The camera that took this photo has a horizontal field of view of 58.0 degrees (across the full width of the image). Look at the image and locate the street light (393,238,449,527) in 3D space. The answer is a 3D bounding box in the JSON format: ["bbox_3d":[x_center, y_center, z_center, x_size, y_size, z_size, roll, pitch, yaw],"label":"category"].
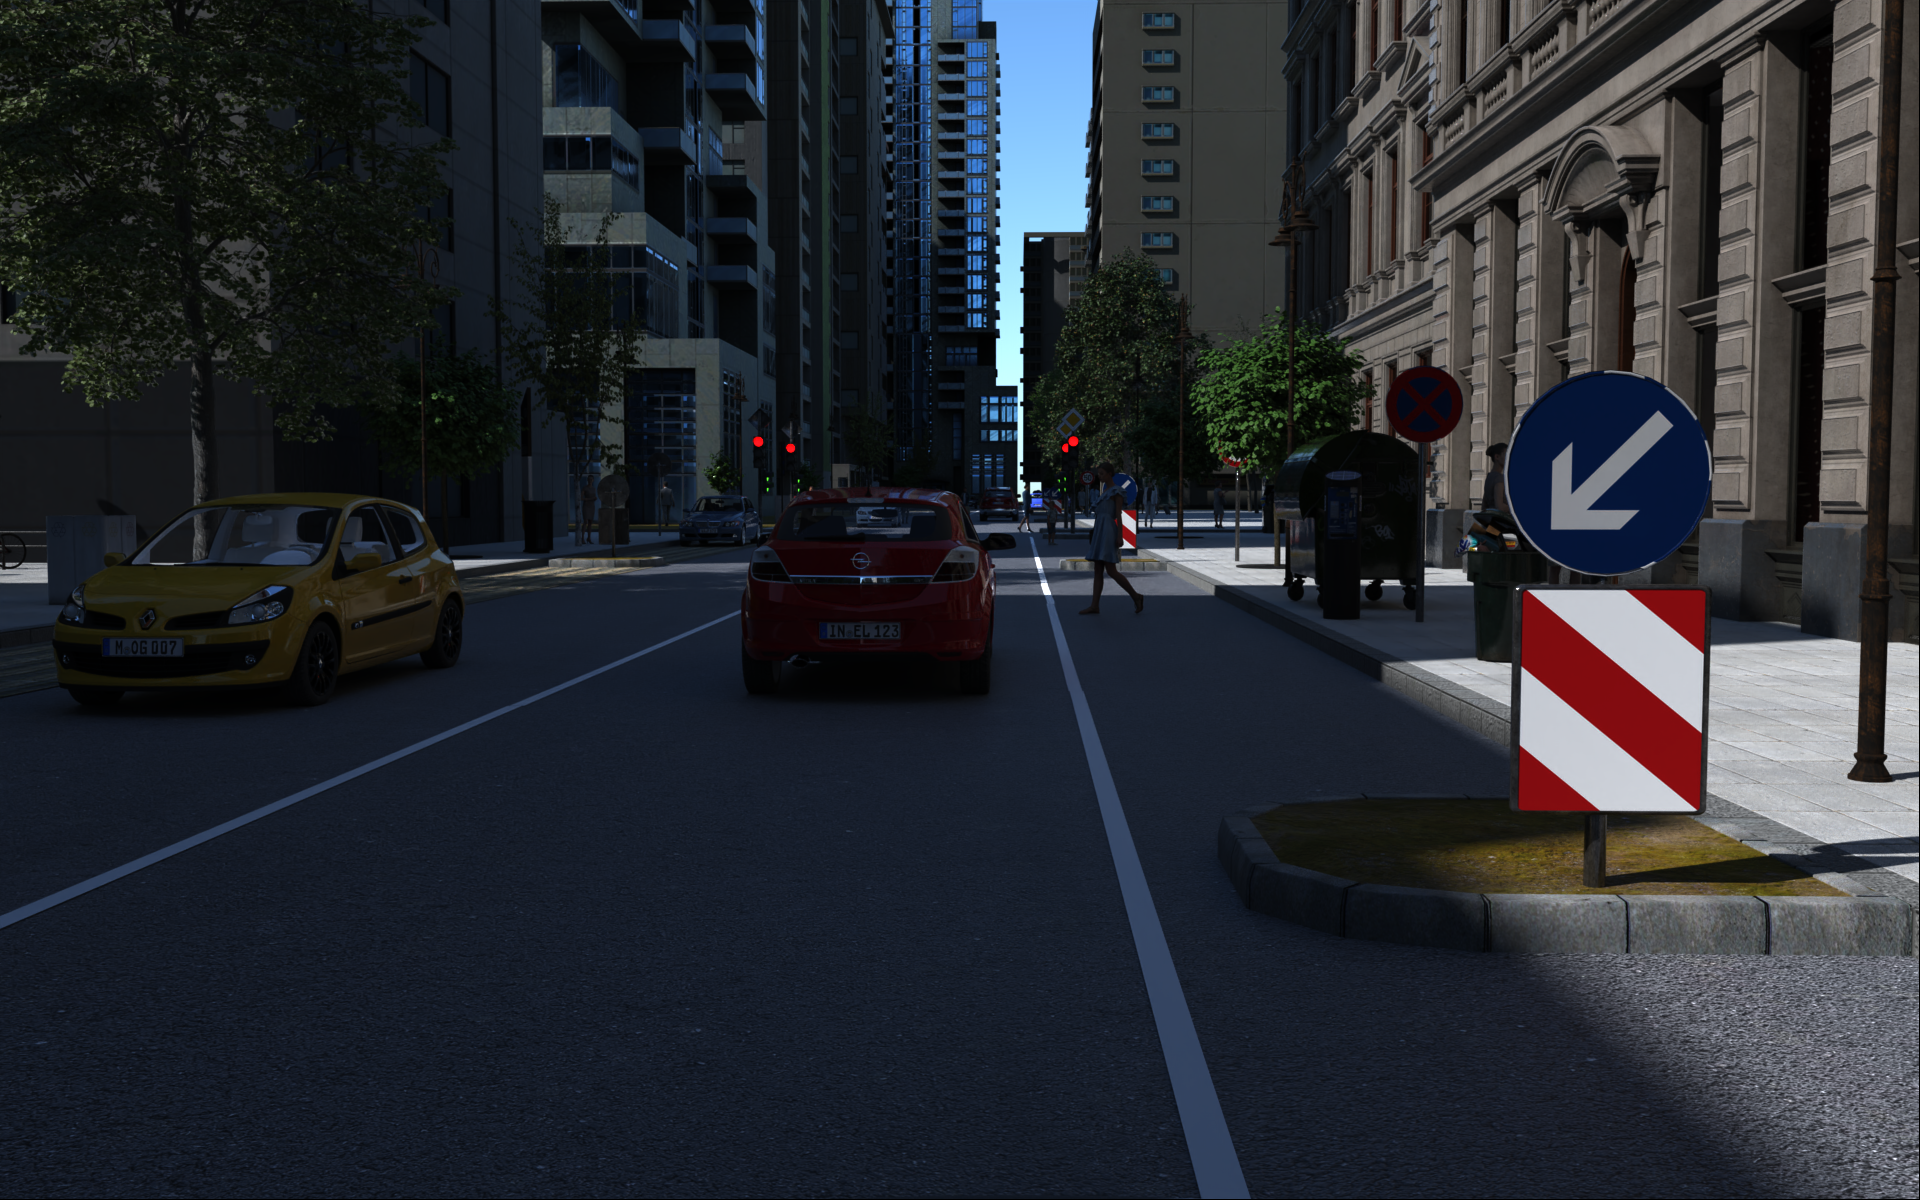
[{"bbox_3d":[-9.443,-3.529,30.482,0.468,5.910,1.993,0,4,2],"label":"street light"}]

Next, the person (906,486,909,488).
[{"bbox_3d":[-2.616,-4.622,84.196,0.709,1.813,0.853,0,4,2],"label":"person"}]

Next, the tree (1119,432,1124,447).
[{"bbox_3d":[6.379,-4.088,50.560,4.285,4.588,4.351,0,3,0],"label":"tree"}]

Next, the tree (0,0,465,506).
[{"bbox_3d":[-11.242,-6.506,24.508,7.486,12.596,7.792,0,3,0],"label":"tree"}]

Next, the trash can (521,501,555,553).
[{"bbox_3d":[-9.136,-1.585,37.563,0.748,1.137,0.748,0,3,0],"label":"trash can"}]

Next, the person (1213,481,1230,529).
[{"bbox_3d":[9.759,-3.558,64.569,0.532,1.782,0.716,-1,4,-15],"label":"person"}]

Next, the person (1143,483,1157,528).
[{"bbox_3d":[7.161,-3.635,65.361,0.514,1.842,0.818,0,4,-3],"label":"person"}]

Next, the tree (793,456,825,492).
[{"bbox_3d":[-8.020,-5.785,89.185,1.663,3.219,1.824,0,3,0],"label":"tree"}]

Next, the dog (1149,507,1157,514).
[{"bbox_3d":[11.793,-5.470,106.273,0.406,0.507,0.540,2,4,29],"label":"dog"}]

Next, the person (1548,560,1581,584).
[{"bbox_3d":[6.265,-0.730,17.961,0.580,1.828,0.573,-2,4,-26],"label":"person"}]

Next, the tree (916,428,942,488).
[{"bbox_3d":[-4.121,-14.541,188.113,4.737,8.622,4.395,0,3,0],"label":"tree"}]

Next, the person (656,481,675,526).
[{"bbox_3d":[-11.796,-3.863,69.480,0.678,1.792,0.850,-1,4,-23],"label":"person"}]

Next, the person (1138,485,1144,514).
[{"bbox_3d":[11.684,-6.516,112.358,0.659,1.850,0.755,-1,4,-19],"label":"person"}]

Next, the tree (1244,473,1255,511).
[{"bbox_3d":[22.766,-12.820,135.368,9.928,11.665,9.643,0,3,0],"label":"tree"}]

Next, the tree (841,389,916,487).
[{"bbox_3d":[-6.457,-10.430,120.897,4.737,8.622,4.395,0,3,0],"label":"tree"}]

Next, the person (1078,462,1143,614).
[{"bbox_3d":[1.782,-0.735,20.616,0.778,1.811,0.616,-1,4,-9],"label":"person"}]

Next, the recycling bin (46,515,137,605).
[{"bbox_3d":[-10.188,-0.476,20.344,0.722,1.027,0.722,0,4,4],"label":"recycling bin"}]

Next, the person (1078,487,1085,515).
[{"bbox_3d":[7.597,-6.161,107.528,0.466,1.731,0.760,-1,4,-22],"label":"person"}]

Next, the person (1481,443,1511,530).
[{"bbox_3d":[5.298,-0.641,16.871,0.374,1.781,0.599,0,4,1],"label":"person"}]

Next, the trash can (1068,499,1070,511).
[{"bbox_3d":[7.899,-6.888,124.270,0.748,1.137,0.748,0,3,0],"label":"trash can"}]

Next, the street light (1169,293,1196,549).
[{"bbox_3d":[5.119,-4.110,39.988,0.468,5.910,1.993,0,4,2],"label":"street light"}]

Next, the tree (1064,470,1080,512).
[{"bbox_3d":[7.925,-7.797,122.086,1.663,3.219,1.824,0,3,0],"label":"tree"}]

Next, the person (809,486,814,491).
[{"bbox_3d":[-6.180,-3.846,71.951,0.480,1.755,0.524,-1,4,-20],"label":"person"}]

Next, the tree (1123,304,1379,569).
[{"bbox_3d":[5.634,-2.844,30.206,4.285,4.588,4.351,0,3,0],"label":"tree"}]

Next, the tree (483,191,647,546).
[{"bbox_3d":[-9.393,-5.618,42.210,4.737,8.622,4.395,0,3,0],"label":"tree"}]

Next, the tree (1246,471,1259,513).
[{"bbox_3d":[20.840,-11.716,125.964,7.601,10.594,8.767,2,4,32],"label":"tree"}]

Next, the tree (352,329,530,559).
[{"bbox_3d":[-10.367,-3.119,34.712,4.285,4.588,4.351,0,3,0],"label":"tree"}]

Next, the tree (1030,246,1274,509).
[{"bbox_3d":[7.854,-9.992,80.371,9.611,12.733,9.660,0,3,0],"label":"tree"}]

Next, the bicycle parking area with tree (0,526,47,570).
[{"bbox_3d":[-19.541,-2.498,27.852,9.016,4.147,8.231,1,4,18],"label":"bicycle parking area with tree"}]

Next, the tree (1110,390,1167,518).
[{"bbox_3d":[10.550,-8.651,91.812,4.737,8.622,4.395,0,3,0],"label":"tree"}]

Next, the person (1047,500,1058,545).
[{"bbox_3d":[2.607,-2.173,48.720,0.332,1.250,0.352,0,4,6],"label":"person"}]

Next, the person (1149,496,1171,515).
[{"bbox_3d":[12.217,-6.166,107.072,1.509,1.804,0.699,2,4,32],"label":"person"}]

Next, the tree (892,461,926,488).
[{"bbox_3d":[-5.024,-11.400,170.107,4.285,4.588,4.351,0,3,0],"label":"tree"}]

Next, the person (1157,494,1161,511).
[{"bbox_3d":[14.957,-7.386,131.072,0.475,1.303,0.640,-1,4,-20],"label":"person"}]

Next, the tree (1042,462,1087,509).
[{"bbox_3d":[9.574,-10.278,151.753,4.285,4.588,4.351,0,3,0],"label":"tree"}]

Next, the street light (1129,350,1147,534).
[{"bbox_3d":[5.707,-5.073,55.733,0.468,5.910,1.993,0,4,2],"label":"street light"}]

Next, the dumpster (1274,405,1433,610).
[{"bbox_3d":[4.500,-1.065,19.904,1.502,2.255,1.985,0,4,2],"label":"dumpster"}]

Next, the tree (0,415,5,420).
[{"bbox_3d":[-10.881,-1.421,17.838,1.663,3.219,1.824,0,3,0],"label":"tree"}]

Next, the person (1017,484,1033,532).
[{"bbox_3d":[2.455,-3.444,64.833,0.654,1.822,0.581,0,4,-5],"label":"person"}]

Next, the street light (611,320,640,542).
[{"bbox_3d":[-8.914,-4.492,46.229,0.468,5.910,1.993,0,4,2],"label":"street light"}]

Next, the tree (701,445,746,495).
[{"bbox_3d":[-9.232,-4.487,67.962,1.663,3.219,1.824,0,3,0],"label":"tree"}]

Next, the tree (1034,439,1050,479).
[{"bbox_3d":[10.034,-14.151,181.737,4.360,8.622,3.978,0,3,0],"label":"tree"}]

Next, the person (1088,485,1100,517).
[{"bbox_3d":[7.445,-5.510,96.390,0.793,1.790,0.793,-2,4,-28],"label":"person"}]

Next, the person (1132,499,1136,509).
[{"bbox_3d":[11.870,-6.815,117.442,0.580,1.828,0.573,0,4,5],"label":"person"}]

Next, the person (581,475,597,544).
[{"bbox_3d":[-9.541,-2.336,44.573,0.374,1.781,0.599,3,4,38],"label":"person"}]

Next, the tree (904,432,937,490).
[{"bbox_3d":[-4.551,-15.491,203.631,4.360,8.622,3.978,0,3,0],"label":"tree"}]

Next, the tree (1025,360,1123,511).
[{"bbox_3d":[9.028,-13.112,140.141,9.928,11.665,9.643,0,3,0],"label":"tree"}]

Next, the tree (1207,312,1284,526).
[{"bbox_3d":[11.998,-7.266,69.161,4.360,8.622,3.978,0,3,0],"label":"tree"}]

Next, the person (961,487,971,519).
[{"bbox_3d":[0.335,-5.431,97.274,0.713,1.824,0.794,-3,5,-43],"label":"person"}]

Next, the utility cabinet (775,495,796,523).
[{"bbox_3d":[-7.677,-4.004,76.630,1.020,1.237,0.306,0,4,-3],"label":"utility cabinet"}]

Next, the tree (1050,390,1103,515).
[{"bbox_3d":[7.728,-9.446,104.811,4.360,8.622,3.978,0,3,0],"label":"tree"}]
